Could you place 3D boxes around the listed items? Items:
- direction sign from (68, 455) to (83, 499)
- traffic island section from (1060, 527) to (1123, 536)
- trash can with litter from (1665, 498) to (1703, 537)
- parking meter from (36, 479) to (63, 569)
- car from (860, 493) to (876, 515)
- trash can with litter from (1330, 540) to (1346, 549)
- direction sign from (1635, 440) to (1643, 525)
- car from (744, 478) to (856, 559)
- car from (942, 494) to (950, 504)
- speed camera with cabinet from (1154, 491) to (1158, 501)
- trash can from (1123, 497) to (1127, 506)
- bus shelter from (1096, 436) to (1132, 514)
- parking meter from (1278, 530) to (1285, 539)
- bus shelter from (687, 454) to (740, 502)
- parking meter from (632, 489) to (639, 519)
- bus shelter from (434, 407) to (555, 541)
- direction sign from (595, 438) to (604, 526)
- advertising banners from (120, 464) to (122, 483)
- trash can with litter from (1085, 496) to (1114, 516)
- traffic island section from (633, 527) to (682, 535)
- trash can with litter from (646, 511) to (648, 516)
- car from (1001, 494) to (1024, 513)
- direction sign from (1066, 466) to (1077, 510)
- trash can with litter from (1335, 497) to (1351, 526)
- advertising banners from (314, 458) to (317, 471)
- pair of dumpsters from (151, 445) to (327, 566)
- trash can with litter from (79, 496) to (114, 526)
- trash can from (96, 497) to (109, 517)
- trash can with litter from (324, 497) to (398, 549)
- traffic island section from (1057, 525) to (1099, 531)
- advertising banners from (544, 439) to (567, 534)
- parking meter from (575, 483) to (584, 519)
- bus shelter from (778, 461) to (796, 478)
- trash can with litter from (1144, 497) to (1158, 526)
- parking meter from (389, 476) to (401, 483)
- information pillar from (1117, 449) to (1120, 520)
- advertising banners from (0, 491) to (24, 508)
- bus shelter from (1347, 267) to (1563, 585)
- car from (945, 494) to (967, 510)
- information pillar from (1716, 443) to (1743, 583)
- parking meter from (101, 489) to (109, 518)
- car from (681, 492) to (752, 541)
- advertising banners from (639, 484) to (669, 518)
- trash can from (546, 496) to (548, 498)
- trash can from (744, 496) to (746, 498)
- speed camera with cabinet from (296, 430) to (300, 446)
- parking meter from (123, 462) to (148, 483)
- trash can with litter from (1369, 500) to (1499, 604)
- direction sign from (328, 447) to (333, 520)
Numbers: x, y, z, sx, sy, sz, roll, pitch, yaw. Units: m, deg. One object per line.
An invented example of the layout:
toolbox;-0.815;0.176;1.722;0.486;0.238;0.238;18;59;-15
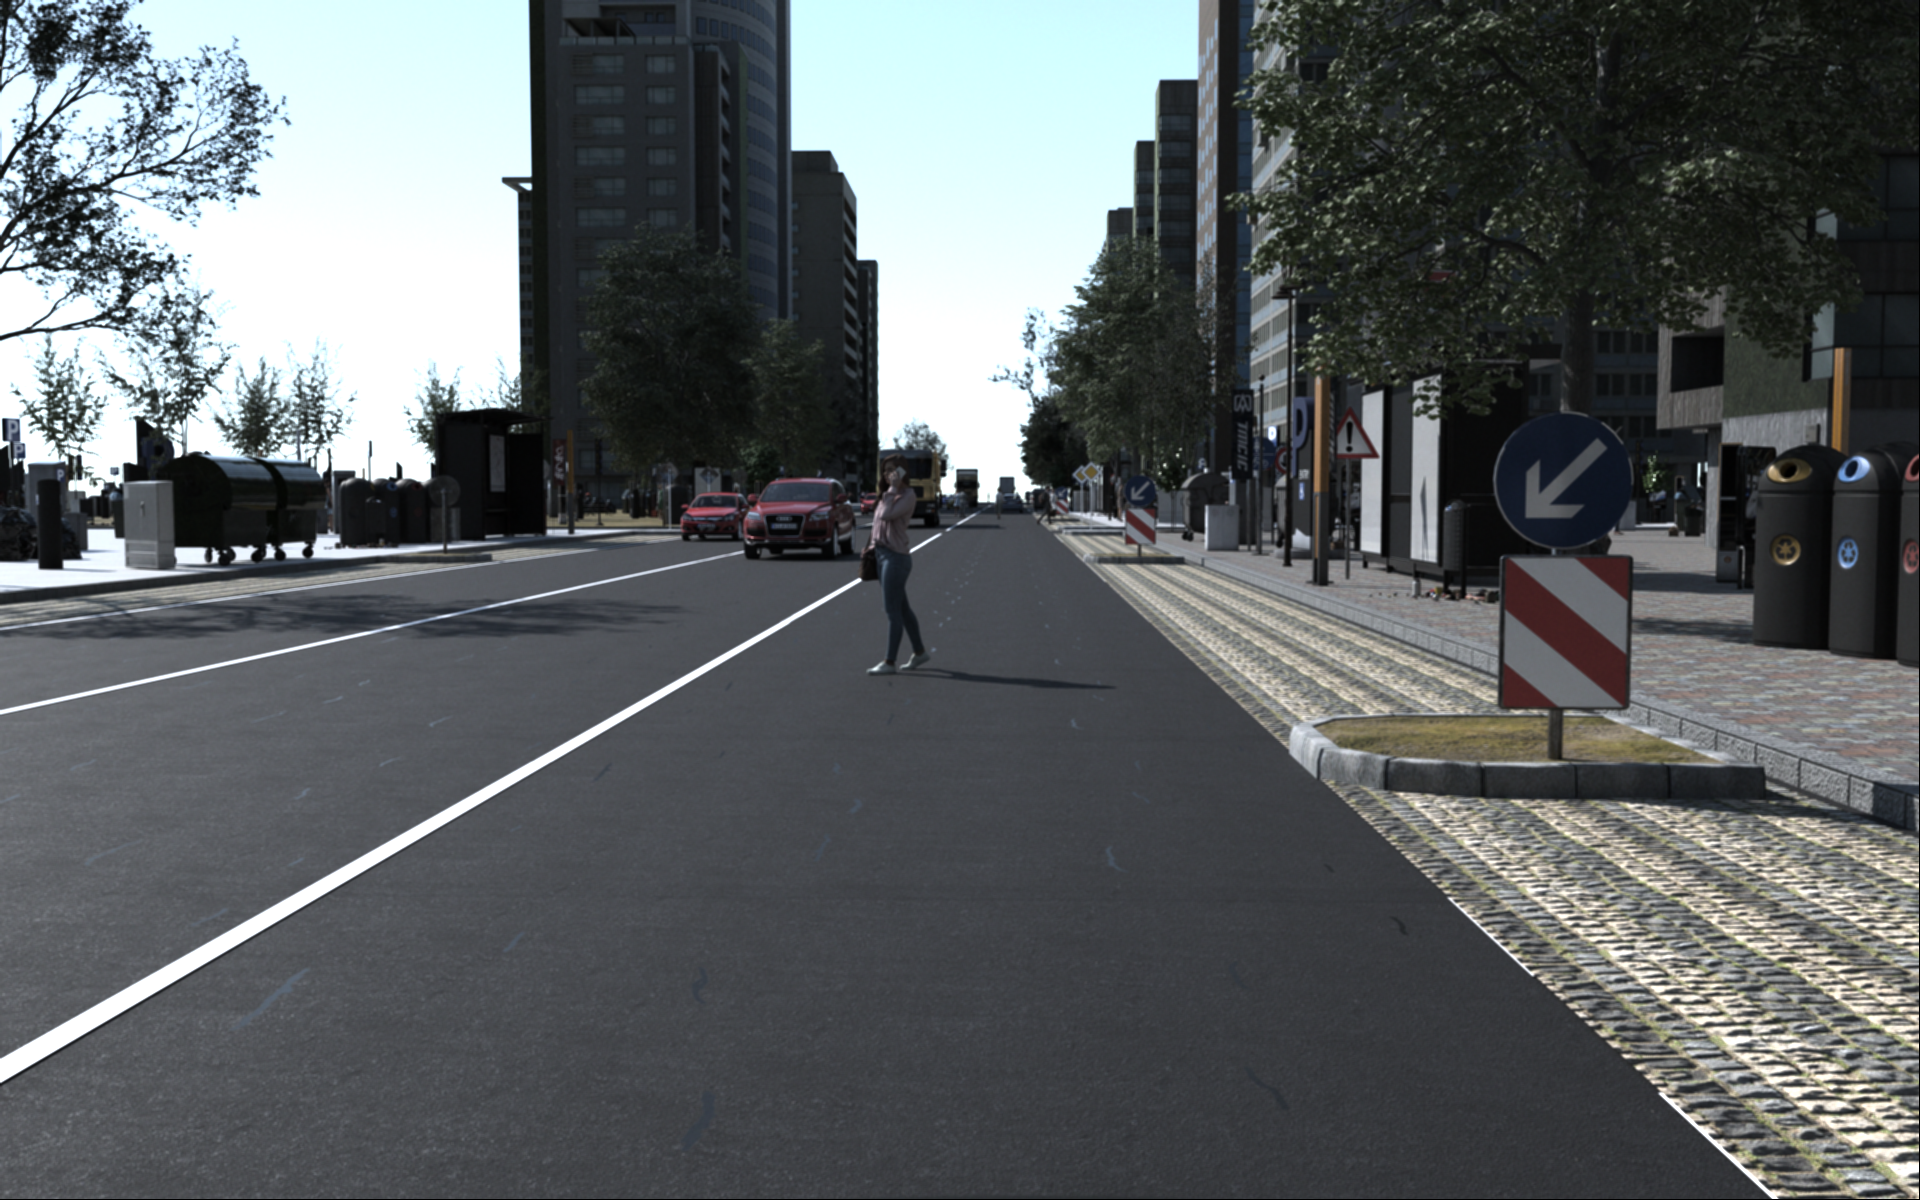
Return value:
direction sign;-50.835;-6.579;99.556;0.876;3.537;0.379;0;4;8
traffic island section;4.644;-2.359;60.844;2.009;0.180;2.903;0;4;2
trash can with litter;21.873;-2.502;52.294;1.055;1.170;0.624;2;4;25
parking meter;-15.593;-1.300;29.661;0.372;1.533;0.369;0;3;0
car;-5.818;-6.788;120.028;2.155;1.783;4.494;0;4;2
trash can with litter;7.678;-1.543;36.613;1.055;1.170;0.624;-2;4;-24
direction sign;28.368;-4.918;72.404;0.379;3.537;0.876;3;4;39
car;-3.634;-1.909;39.892;2.281;1.827;5.304;0;4;3
car;-1.714;-14.258;242.709;1.945;1.707;3.694;0;4;3
speed camera with cabinet;12.306;-6.899;107.134;2.038;3.252;0.660;-1;4;-21
trash can;13.720;-8.005;142.531;0.748;1.137;0.748;0;3;0
bus shelter;10.038;-8.360;114.310;2.179;5.291;8.768;0;4;1
parking meter;9.271;-2.511;49.473;0.372;1.533;0.369;0;3;0
bus shelter;-12.803;-5.915;90.640;2.014;3.302;5.546;0;4;2
parking meter;-16.960;-5.018;90.460;0.372;1.533;0.369;0;3;0
bus shelter;-13.350;-3.597;50.098;1.731;3.624;6.357;0;4;2
direction sign;-14.699;-4.803;70.528;0.379;3.537;0.876;0;4;5
advertising banners;-49.428;-6.465;101.896;0.090;3.025;2.074;-1;4;-17
trash can with litter;8.500;-5.586;102.395;2.233;1.210;1.678;0;3;0
traffic island section;-10.291;-2.385;61.282;2.009;0.180;2.903;0;4;2
trash can with litter;-18.763;-5.506;101.406;1.055;1.170;0.624;-2;4;-34
car;3.916;-7.328;131.817;2.014;1.417;4.499;0;4;2
direction sign;9.065;-9.135;141.360;0.876;3.537;0.379;1;4;11
trash can with litter;15.598;-3.645;70.661;2.233;1.210;1.678;0;4;-6
advertising banners;-30.603;-5.297;82.798;0.090;3.025;2.074;0;4;-8
pair of dumpsters;-13.532;-1.845;32.657;1.574;2.255;4.437;0;4;1
trash can with litter;-35.208;-3.648;70.703;1.678;1.210;2.233;3;4;38
trash can;-48.553;-5.285;98.064;0.748;1.137;0.748;0;3;0
trash can with litter;-14.288;-1.844;41.206;1.678;1.210;2.233;3;4;36
traffic island section;4.876;-2.847;68.825;2.009;0.180;2.903;0;4;2
advertising banners;-13.359;-3.585;54.801;2.074;3.025;0.090;-3;4;-38
parking meter;-19.475;-5.074;88.669;0.399;1.863;0.255;-3;4;-37
bus shelter;-12.725;-8.053;122.951;1.731;3.624;6.357;0;4;2
trash can with litter;7.454;-3.569;69.740;1.055;1.170;0.624;1;4;9
parking meter;-18.523;-3.130;56.886;0.399;1.863;0.255;0;4;-8
information pillar;7.867;-5.763;85.577;0.183;3.616;0.504;0;4;7
advertising banners;-43.850;-5.082;79.283;0.090;3.025;2.074;2;4;26
bus shelter;7.746;-3.109;28.462;2.179;5.291;8.768;0;4;2
car;-0.343;-9.200;160.646;2.015;1.641;3.980;0;4;0
information pillar;11.148;-1.260;25.089;0.304;2.012;0.304;2;4;27
parking meter;-44.973;-5.058;91.102;0.372;1.533;0.369;0;3;0
car;-7.594;-2.777;54.452;2.155;1.783;4.494;0;4;2
advertising banners;-16.768;-6.029;94.756;2.074;3.025;0.090;1;4;17
trash can;-27.184;-6.341;115.323;0.748;1.137;0.748;0;3;0
trash can;-13.643;-5.868;107.598;0.748;1.137;0.748;0;3;0
speed camera with cabinet;-20.911;-3.620;53.527;2.038;3.252;0.660;3;5;44
parking meter;-15.287;-1.619;32.182;0.255;1.863;0.399;3;4;36
trash can with litter;6.071;-0.608;20.990;1.678;1.210;2.233;-1;4;-9
direction sign;-30.676;-5.649;84.354;0.379;3.537;0.876;-1;4;-14
